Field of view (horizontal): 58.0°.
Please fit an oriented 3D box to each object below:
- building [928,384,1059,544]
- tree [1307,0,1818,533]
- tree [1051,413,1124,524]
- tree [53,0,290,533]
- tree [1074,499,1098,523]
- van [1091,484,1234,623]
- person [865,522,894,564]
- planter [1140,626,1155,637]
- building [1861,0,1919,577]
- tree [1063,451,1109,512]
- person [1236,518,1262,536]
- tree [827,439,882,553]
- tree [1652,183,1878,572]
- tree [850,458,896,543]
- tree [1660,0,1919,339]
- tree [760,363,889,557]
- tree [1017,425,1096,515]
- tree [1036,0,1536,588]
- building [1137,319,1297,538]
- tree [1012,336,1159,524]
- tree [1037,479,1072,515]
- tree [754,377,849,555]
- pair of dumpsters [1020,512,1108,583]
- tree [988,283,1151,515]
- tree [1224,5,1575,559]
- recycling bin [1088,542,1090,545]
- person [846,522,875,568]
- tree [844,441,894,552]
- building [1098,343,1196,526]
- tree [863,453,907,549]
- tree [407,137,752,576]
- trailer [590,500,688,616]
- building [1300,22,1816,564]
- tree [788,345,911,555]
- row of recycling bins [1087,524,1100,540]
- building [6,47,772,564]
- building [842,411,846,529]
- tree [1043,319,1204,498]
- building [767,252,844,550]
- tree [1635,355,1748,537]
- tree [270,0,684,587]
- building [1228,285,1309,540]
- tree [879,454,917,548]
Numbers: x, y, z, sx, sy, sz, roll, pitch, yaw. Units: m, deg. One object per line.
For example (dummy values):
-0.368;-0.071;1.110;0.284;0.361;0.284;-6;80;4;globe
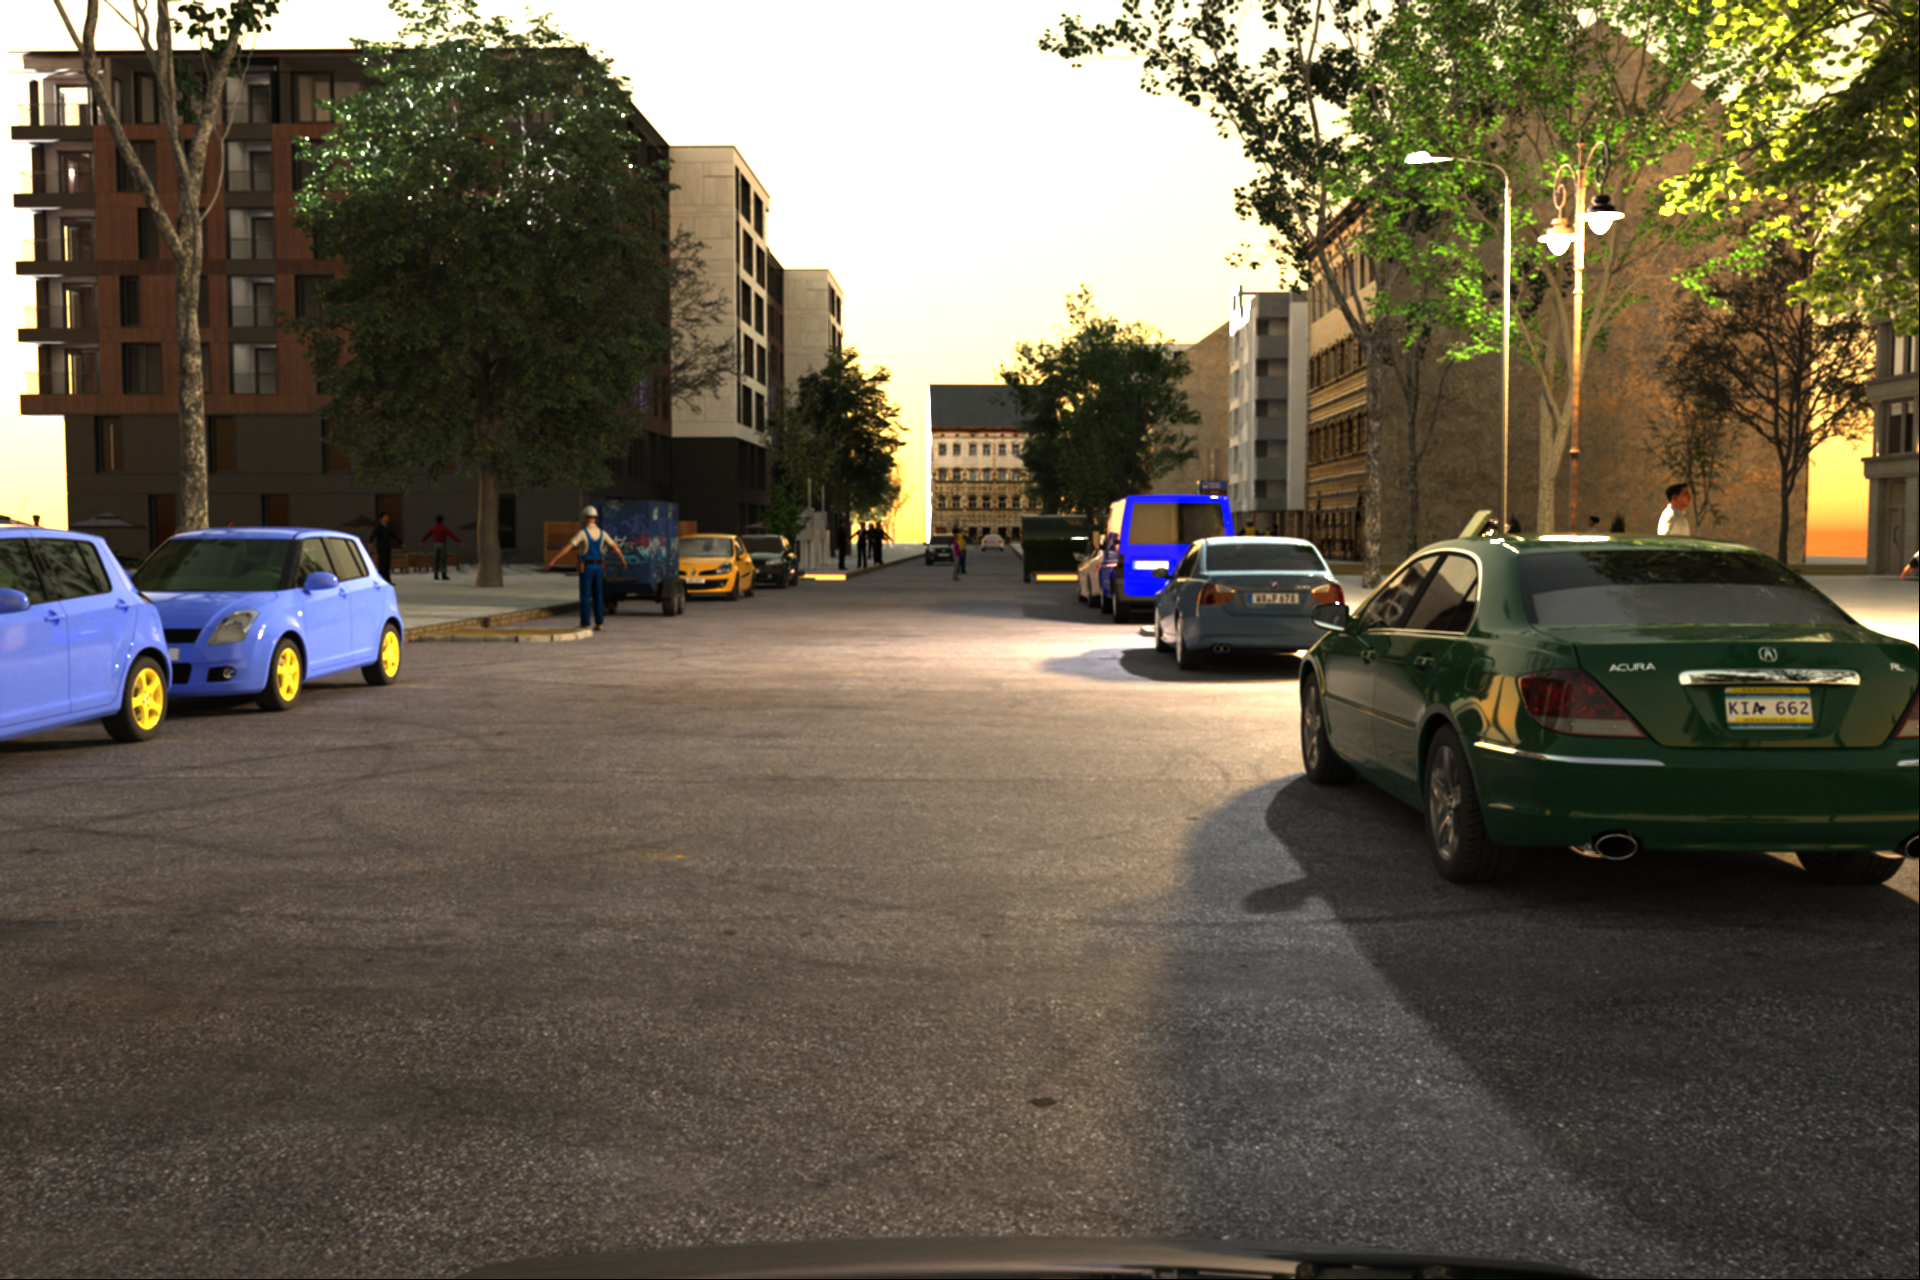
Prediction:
4.497;-25.606;252.041;18.063;23.208;19.493;0;4;-2;building
9.619;-6.232;27.650;9.928;11.665;9.643;0;3;0;tree
7.595;-9.117;99.422;4.737;8.622;4.395;0;3;0;tree
-12.965;-10.353;25.165;12.611;20.169;13.585;0;3;0;tree
20.241;-20.915;248.607;9.857;13.997;8.962;0;3;0;tree
3.434;-1.531;29.422;2.240;2.365;5.245;0;4;1;van
-3.457;-4.096;73.199;1.346;1.802;0.704;-2;4;-24;person
3.587;-0.213;24.615;1.991;0.319;1.994;0;4;1;planter
30.139;-11.925;41.657;8.464;21.280;15.925;0;4;1;building
8.811;-10.381;120.089;4.737;8.622;4.395;0;3;0;tree
10.147;-3.362;60.931;1.349;1.833;0.705;-1;4;-12;person
-7.502;-10.091;115.343;4.360;8.622;3.978;0;3;0;tree
28.232;-9.079;58.810;12.009;13.543;11.850;0;3;0;tree
-12.860;-20.333;250.572;7.486;12.596;7.792;0;3;0;tree
8.499;-5.740;11.983;7.486;12.596;7.792;0;3;0;tree
-7.328;-9.840;95.291;7.601;10.594;8.767;1;4;8;tree
9.109;-14.277;159.190;9.928;11.665;9.643;0;3;0;tree
8.700;-11.354;41.529;12.611;20.169;13.585;0;3;0;tree
28.065;-21.122;176.276;19.493;23.208;18.063;0;4;1;building
8.130;-12.382;109.093;9.857;13.997;8.962;0;3;0;tree
8.893;-11.920;145.250;4.360;8.622;3.978;0;3;0;tree
-7.542;-8.047;81.925;4.737;8.622;4.395;0;3;0;tree
3.998;-2.828;51.192;4.436;2.255;1.574;0;3;0;pair of dumpsters
8.493;-16.983;133.567;12.611;20.169;13.585;0;3;0;tree
16.090;-12.701;63.555;12.611;20.169;13.585;0;3;0;tree
4.272;-2.737;57.297;0.722;1.027;0.722;0;4;0;recycling bin
-3.703;-3.550;64.764;1.216;1.740;0.721;2;4;24;person
-6.912;-10.770;126.454;4.360;8.622;3.978;0;3;0;tree
29.895;-21.892;201.904;27.936;21.610;32.646;0;4;1;building
-6.307;-12.390;152.945;4.360;8.622;3.978;0;3;0;tree
-11.636;-8.734;53.168;12.009;13.543;11.850;0;3;0;tree
-5.662;-1.388;29.738;1.471;1.999;3.904;0;4;1;trailer
27.548;-15.442;83.413;19.493;23.208;18.063;0;4;2;building
-6.852;-11.401;104.538;7.486;12.596;7.792;0;3;0;tree
5.458;-4.002;72.545;1.069;1.692;3.534;0;4;0;row of recycling bins
-25.839;-15.023;89.603;27.936;21.610;32.646;0;4;1;building
-22.355;-21.822;187.726;19.493;23.208;18.063;0;4;1;building
8.152;-9.745;85.090;9.928;11.665;9.643;0;3;0;tree
-24.119;-17.600;131.734;27.936;21.610;32.646;0;4;1;building
30.024;-7.312;69.908;4.360;8.622;3.978;0;3;0;tree
-11.336;-8.260;41.711;9.857;13.997;8.962;0;3;0;tree
25.727;-16.866;132.178;16.016;20.090;11.380;0;4;1;building
-6.189;-12.747;158.776;4.360;8.622;3.978;0;3;0;tree
